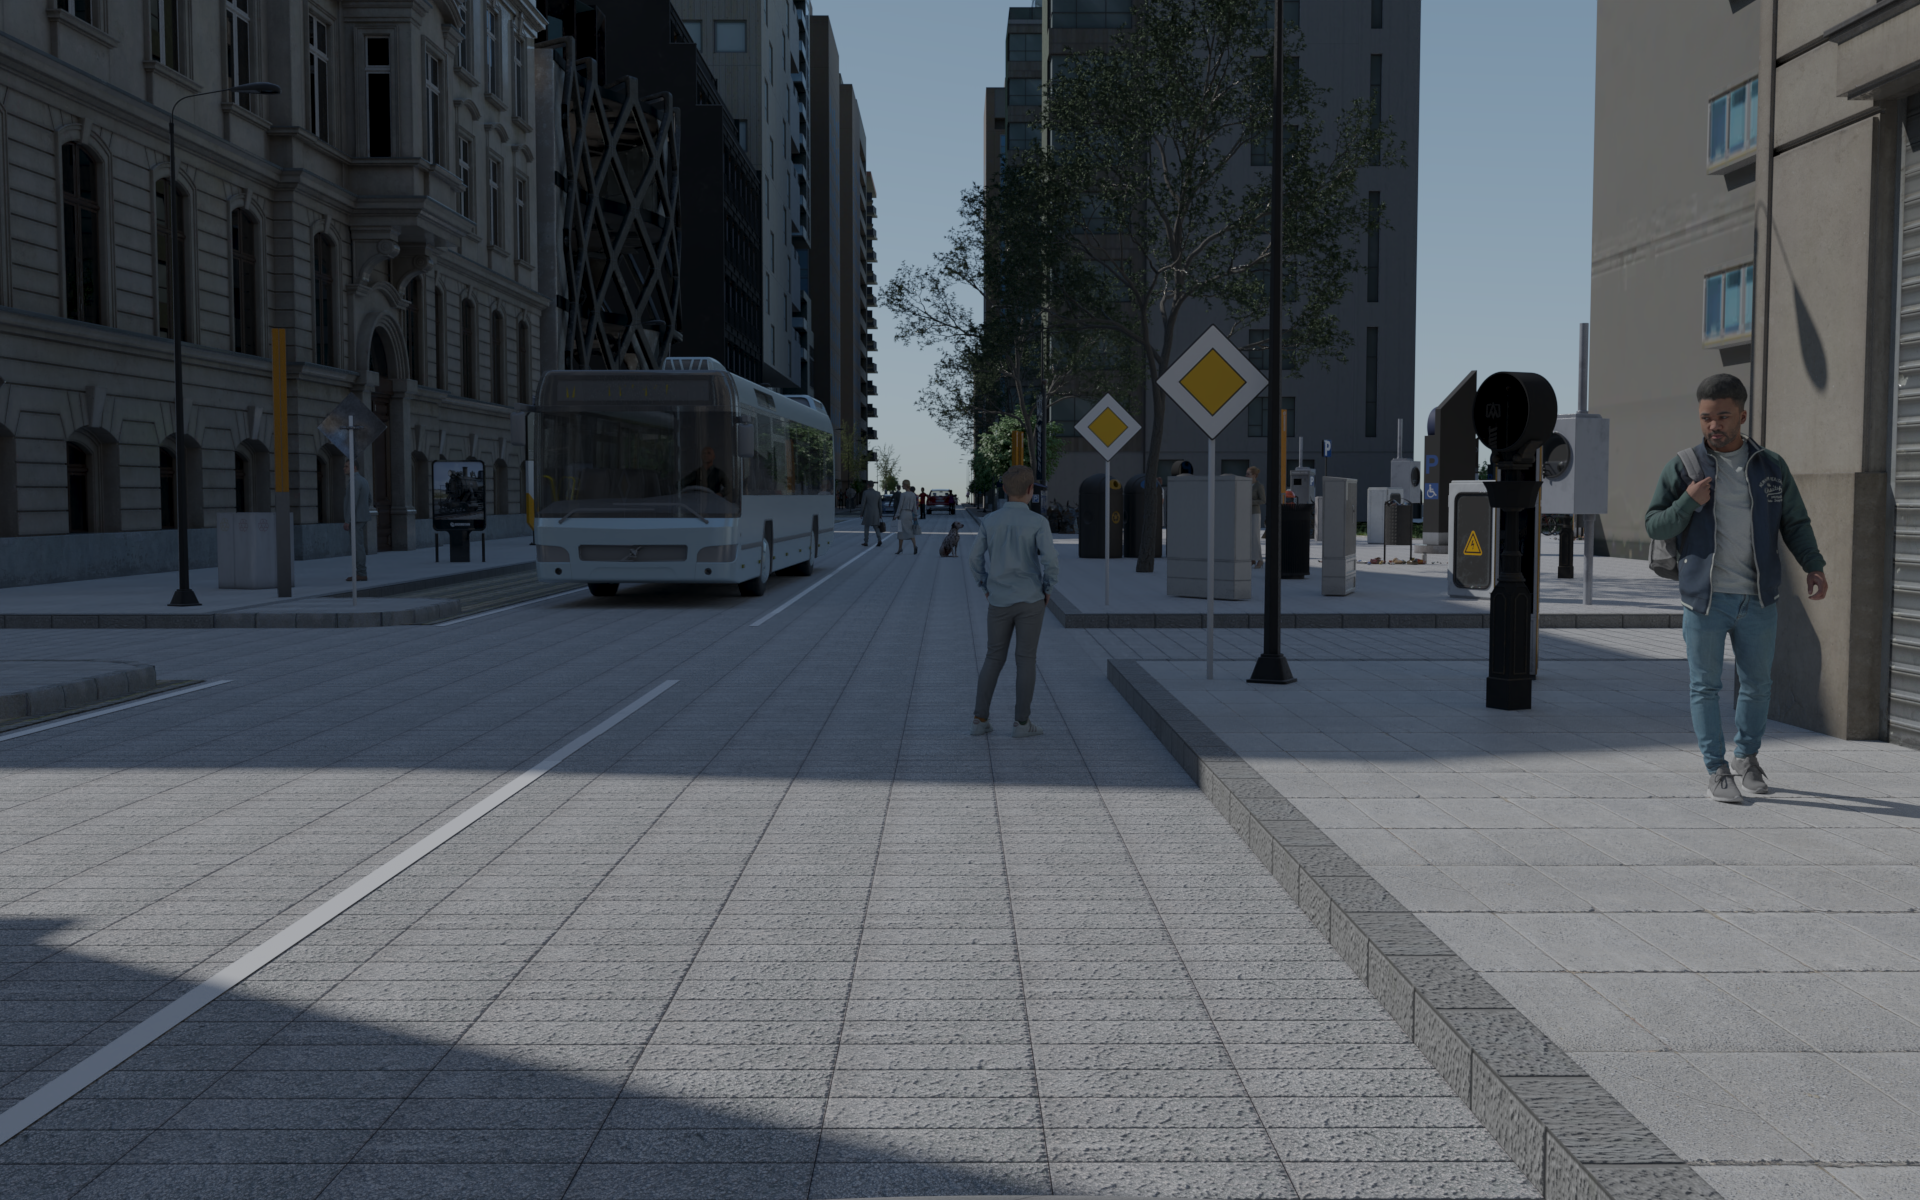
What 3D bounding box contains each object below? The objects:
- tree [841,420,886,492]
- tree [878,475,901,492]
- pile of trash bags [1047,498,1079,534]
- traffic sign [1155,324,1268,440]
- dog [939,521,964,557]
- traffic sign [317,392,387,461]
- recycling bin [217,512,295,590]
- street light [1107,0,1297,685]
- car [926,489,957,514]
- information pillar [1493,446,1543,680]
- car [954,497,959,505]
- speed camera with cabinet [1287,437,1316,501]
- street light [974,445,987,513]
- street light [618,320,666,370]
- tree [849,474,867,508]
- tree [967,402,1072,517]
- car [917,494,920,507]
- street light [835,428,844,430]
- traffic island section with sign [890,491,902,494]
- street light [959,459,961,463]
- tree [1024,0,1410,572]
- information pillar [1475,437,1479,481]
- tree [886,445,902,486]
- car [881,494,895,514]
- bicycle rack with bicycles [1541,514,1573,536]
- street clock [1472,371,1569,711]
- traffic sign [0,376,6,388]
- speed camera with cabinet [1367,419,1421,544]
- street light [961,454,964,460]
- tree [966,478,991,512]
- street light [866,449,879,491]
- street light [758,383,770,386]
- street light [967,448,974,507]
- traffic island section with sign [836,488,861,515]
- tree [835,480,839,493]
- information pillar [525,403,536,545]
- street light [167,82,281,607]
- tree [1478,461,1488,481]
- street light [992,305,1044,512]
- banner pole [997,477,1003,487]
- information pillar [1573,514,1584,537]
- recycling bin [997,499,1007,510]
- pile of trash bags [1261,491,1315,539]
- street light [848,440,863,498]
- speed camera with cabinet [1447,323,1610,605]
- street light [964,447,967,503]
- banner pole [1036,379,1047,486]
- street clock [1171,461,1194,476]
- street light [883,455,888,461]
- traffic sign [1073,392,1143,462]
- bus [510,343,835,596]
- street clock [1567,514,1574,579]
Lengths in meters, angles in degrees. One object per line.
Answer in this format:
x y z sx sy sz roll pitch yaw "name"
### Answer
-10.729 -13.541 171.765 4.737 8.622 4.395 0 3 0 "tree"
-10.223 -16.557 254.417 4.285 4.588 4.351 0 3 0 "tree"
3.983 -2.831 56.040 1.912 1.369 3.447 -1 4 -19 "pile of trash bags"
1.750 -0.595 11.914 0.795 2.593 0.064 0 4 0 "traffic sign"
-0.231 -1.386 39.499 0.513 0.831 0.800 -1 4 -11 "dog"
-6.980 -1.082 19.881 0.795 2.593 0.064 0 4 0 "traffic sign"
-9.610 -0.678 23.641 0.722 1.027 0.722 2 4 26 "recycling bin"
1.588 -2.392 11.652 1.470 5.913 1.316 0 4 0 "street light"
-1.352 -7.006 123.227 2.281 1.827 5.304 0 4 1 "car"
3.882 -0.462 12.051 0.304 2.012 0.304 1 4 20 "information pillar"
-1.183 -12.902 223.306 2.083 1.381 4.827 0 4 1 "car"
11.678 -3.969 59.221 0.660 3.252 2.038 2 4 24 "speed camera with cabinet"
1.384 -5.878 68.646 1.470 5.913 1.316 0 4 0 "street light"
-8.563 -4.518 46.405 1.470 5.913 1.316 0 4 0 "street light"
-9.889 -10.406 164.739 1.663 3.219 1.824 0 3 0 "tree"
2.247 -4.706 60.649 4.285 4.588 4.351 0 3 0 "tree"
-4.361 -9.567 166.642 2.015 1.641 3.980 0 4 -2 "car"
-8.932 -9.175 122.551 1.470 5.913 1.316 0 4 0 "street light"
-7.937 -13.507 229.466 1.989 1.847 2.006 0 4 0 "traffic island section with sign"
0.931 -12.173 171.569 1.470 5.913 1.316 0 4 0 "street light"
3.313 -5.718 27.896 7.601 10.594 8.767 2 4 32 "tree"
20.673 -4.801 69.846 0.504 3.616 0.183 1 4 15 "information pillar"
-10.599 -18.249 248.730 4.737 8.622 4.395 0 3 0 "tree"
-4.505 -6.070 111.251 2.014 1.417 4.499 0 4 -1 "car"
18.159 -2.490 54.092 2.925 0.926 2.852 0 4 -4 "bicycle rack with bicycles"
3.284 -0.351 10.309 0.358 2.002 0.471 -2 4 -27 "street clock"
-6.944 -0.594 11.896 0.795 2.593 0.064 0 4 0 "traffic sign"
11.279 -3.094 44.923 0.660 3.252 2.038 3 4 38 "speed camera with cabinet"
0.992 -10.591 145.709 1.470 5.913 1.316 0 4 0 "street light"
1.593 -7.942 124.459 1.663 3.219 1.824 0 3 0 "tree"
-9.107 -12.652 179.398 1.470 5.913 1.316 0 4 0 "street light"
-8.659 -6.129 72.747 1.470 5.913 1.316 0 4 0 "street light"
1.274 -7.460 94.507 1.470 5.913 1.316 0 4 0 "street light"
-7.448 -6.745 118.903 1.989 1.847 2.006 0 4 0 "traffic island section with sign"
-9.569 -8.091 126.890 1.663 3.219 1.824 0 3 0 "tree"
-10.667 -3.178 43.308 0.183 3.616 0.504 2 4 24 "information pillar"
-8.360 -2.884 19.698 1.470 5.913 1.316 0 4 0 "street light"
27.590 -5.921 91.411 1.663 3.219 1.824 0 3 0 "tree"
1.477 -4.280 42.517 1.470 5.913 1.316 0 4 0 "street light"
2.060 -5.456 79.226 0.863 3.779 0.401 -1 4 -9 "banner pole"
18.228 -2.843 50.982 0.304 2.012 0.304 1 4 22 "information pillar"
2.352 -4.760 90.376 0.722 1.027 0.722 0 4 -8 "recycling bin"
9.534 -2.437 49.601 1.912 1.369 3.447 1 4 15 "pile of trash bags"
-9.006 -10.757 148.412 1.470 5.913 1.316 0 4 0 "street light"
6.739 -1.609 20.645 0.660 3.252 2.038 -2 4 -27 "speed camera with cabinet"
1.163 -8.998 119.661 1.470 5.913 1.316 0 4 0 "street light"
1.786 -2.936 38.017 0.401 3.779 0.863 -1 4 -14 "banner pole"
4.823 -2.021 37.617 0.471 2.002 0.358 -3 4 -39 "street clock"
-9.272 -14.260 205.684 1.470 5.913 1.316 0 4 0 "street light"
1.715 -1.083 19.899 0.795 2.593 0.064 0 4 0 "traffic sign"
-3.886 -1.969 27.058 2.948 3.499 13.247 0 4 2 "bus"
9.214 -1.328 26.289 0.358 2.002 0.471 3 4 37 "street clock"
